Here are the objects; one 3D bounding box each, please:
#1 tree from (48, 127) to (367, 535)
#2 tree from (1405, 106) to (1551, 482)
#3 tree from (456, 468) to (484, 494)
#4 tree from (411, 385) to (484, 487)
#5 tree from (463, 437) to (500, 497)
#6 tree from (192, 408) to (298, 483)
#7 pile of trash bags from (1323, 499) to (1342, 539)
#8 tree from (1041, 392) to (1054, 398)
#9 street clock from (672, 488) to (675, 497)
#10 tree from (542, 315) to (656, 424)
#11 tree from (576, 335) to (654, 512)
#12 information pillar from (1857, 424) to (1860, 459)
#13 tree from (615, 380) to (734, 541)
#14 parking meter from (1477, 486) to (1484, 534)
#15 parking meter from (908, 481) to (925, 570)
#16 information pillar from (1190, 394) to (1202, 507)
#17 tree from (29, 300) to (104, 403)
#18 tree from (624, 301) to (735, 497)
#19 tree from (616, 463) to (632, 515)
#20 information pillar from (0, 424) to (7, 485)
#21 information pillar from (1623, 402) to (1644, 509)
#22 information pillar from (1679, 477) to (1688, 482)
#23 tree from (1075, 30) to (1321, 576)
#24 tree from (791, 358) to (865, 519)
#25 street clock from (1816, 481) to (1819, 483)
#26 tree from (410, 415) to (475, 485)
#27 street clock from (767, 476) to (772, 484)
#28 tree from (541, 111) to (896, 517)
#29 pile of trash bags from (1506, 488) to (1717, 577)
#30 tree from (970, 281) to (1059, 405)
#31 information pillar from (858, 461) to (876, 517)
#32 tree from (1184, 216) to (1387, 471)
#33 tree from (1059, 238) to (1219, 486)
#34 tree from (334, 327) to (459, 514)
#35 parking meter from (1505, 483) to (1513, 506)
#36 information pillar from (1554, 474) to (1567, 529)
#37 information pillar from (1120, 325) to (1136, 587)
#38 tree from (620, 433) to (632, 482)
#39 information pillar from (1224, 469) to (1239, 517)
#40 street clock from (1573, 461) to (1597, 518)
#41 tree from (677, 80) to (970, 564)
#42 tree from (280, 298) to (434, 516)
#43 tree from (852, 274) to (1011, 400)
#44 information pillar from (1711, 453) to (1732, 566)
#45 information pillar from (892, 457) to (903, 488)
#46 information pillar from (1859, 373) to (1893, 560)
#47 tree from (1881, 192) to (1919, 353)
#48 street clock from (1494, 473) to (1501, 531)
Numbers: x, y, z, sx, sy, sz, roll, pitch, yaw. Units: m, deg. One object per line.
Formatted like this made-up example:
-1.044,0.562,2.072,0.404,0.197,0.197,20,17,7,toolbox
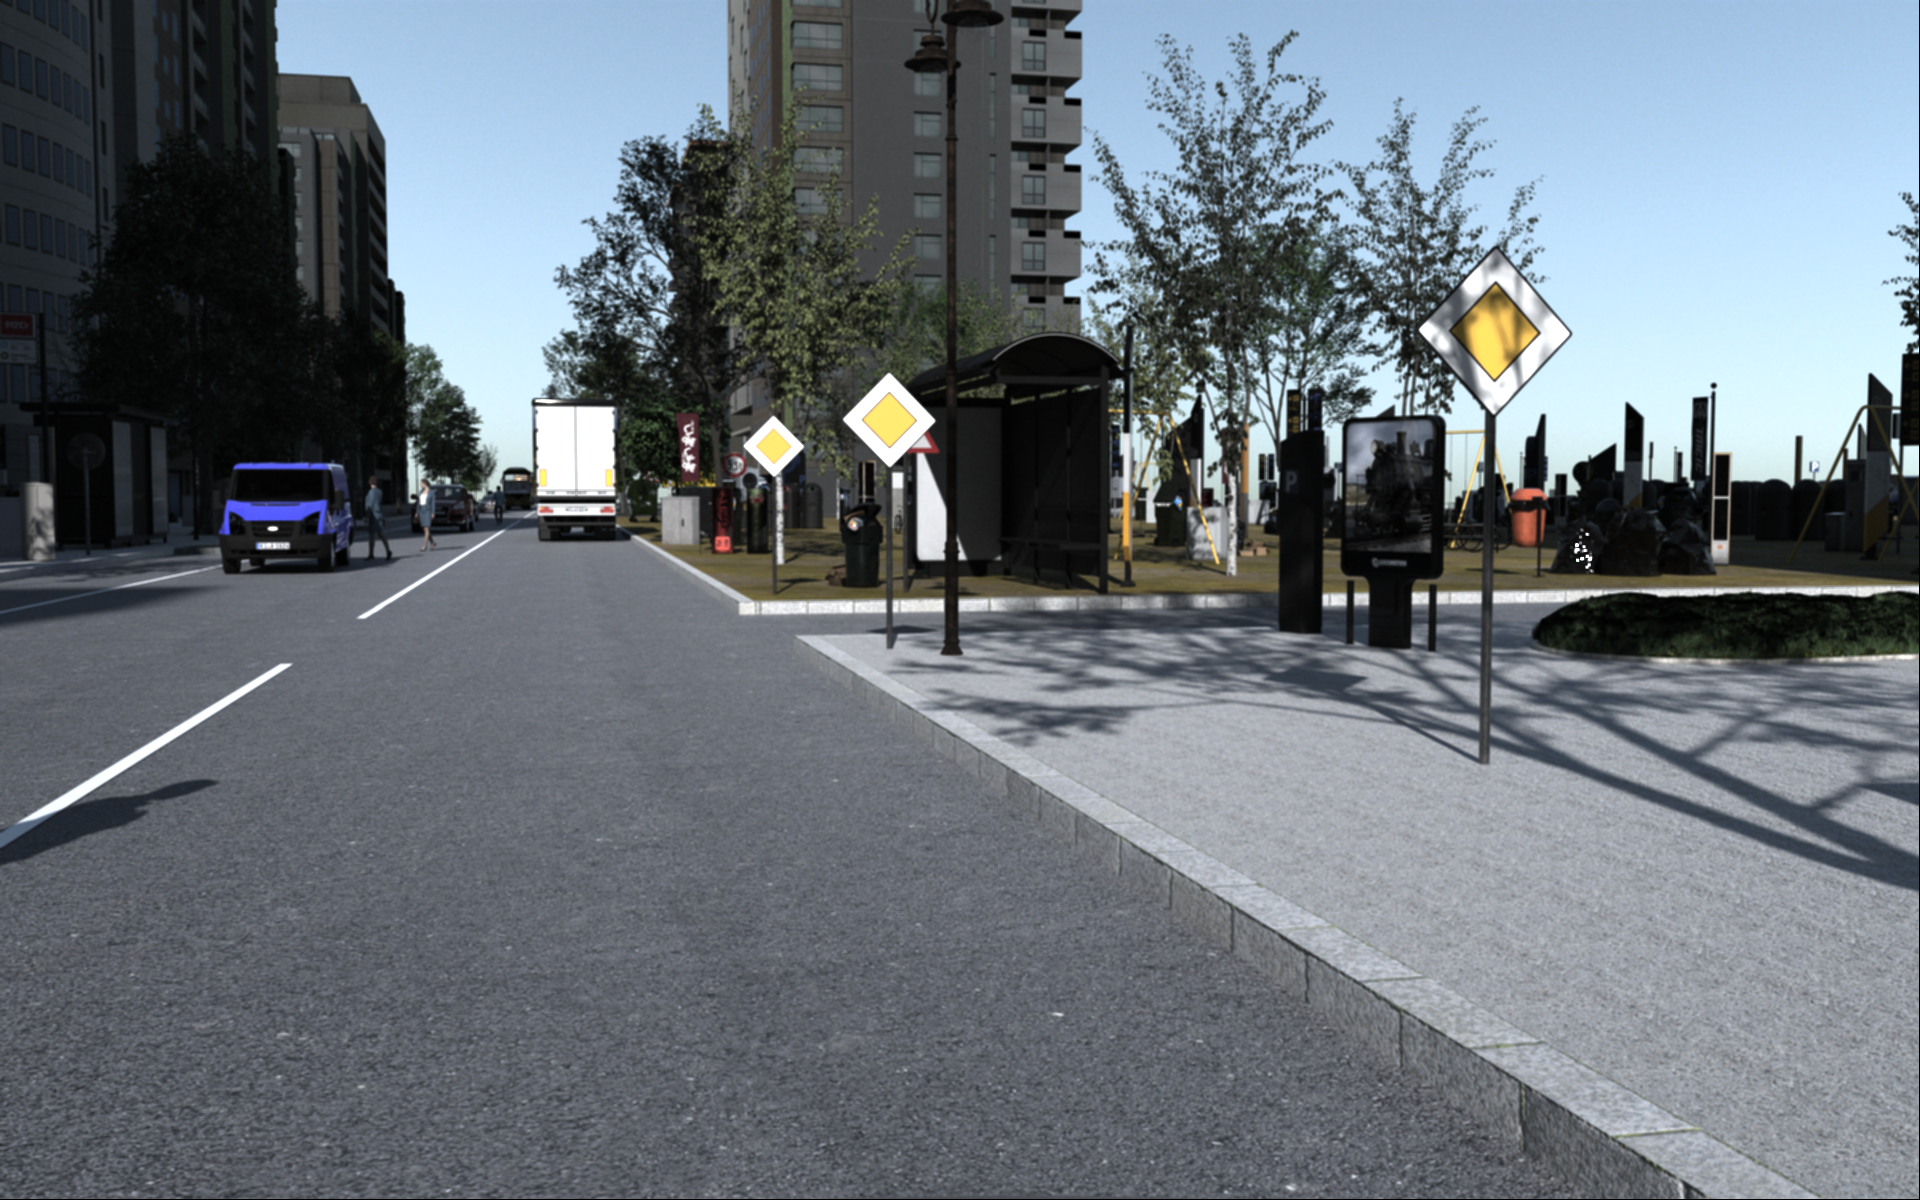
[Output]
-23.713,-8.408,54.482,9.611,12.733,9.660,0,3,0,tree
8.902,-5.053,32.975,4.360,8.622,3.978,0,3,0,tree
-58.904,-13.744,208.435,4.285,4.588,4.351,0,3,0,tree
-53.284,-16.037,180.324,7.486,12.596,7.792,0,3,0,tree
-61.204,-16.388,218.307,4.360,8.622,3.978,0,3,0,tree
-25.969,-4.863,63.220,4.285,4.588,4.351,0,3,0,tree
11.806,-2.399,48.973,1.912,1.369,3.447,-1,4,-20,pile of trash bags
5.449,-7.378,70.994,4.360,8.622,3.978,0,3,0,tree
-14.876,-5.190,89.430,0.471,2.002,0.358,-3,5,-39,street clock
-35.910,-19.817,179.897,12.611,20.169,13.585,0,3,0,tree
-24.559,-12.592,124.009,7.486,12.596,7.792,0,3,0,tree
30.108,-4.070,57.896,0.504,3.616,0.183,-3,5,-40,information pillar
-7.849,-3.917,47.752,4.285,4.588,4.351,0,3,0,tree
18.140,-3.161,60.092,0.372,1.533,0.369,0,3,0,parking meter
-0.783,-1.295,29.579,0.372,1.533,0.369,0,3,0,parking meter
5.569,-3.029,40.877,0.183,3.616,0.504,-1,4,-14,information pillar
-31.496,-6.901,63.190,4.360,8.622,3.978,0,3,0,tree
-10.949,-7.078,66.081,4.360,8.622,3.978,0,3,0,tree
-20.751,-6.795,105.707,1.663,3.219,1.824,0,3,0,tree
-32.234,-4.095,58.311,0.504,3.616,0.183,3,4,38,information pillar
17.074,-3.217,43.955,0.183,3.616,0.504,-3,4,-37,information pillar
31.285,-4.309,74.951,0.304,2.012,0.304,3,4,36,information pillar
4.045,-4.687,26.994,4.360,8.622,3.978,0,3,0,tree
-6.327,-8.429,88.183,4.360,8.622,3.978,0,3,0,tree
48.650,-5.753,98.632,0.471,2.002,0.358,0,4,0,street clock
-48.237,-12.792,159.517,4.737,8.622,4.395,0,3,0,tree
-7.531,-3.996,69.899,0.471,2.002,0.358,2,4,25,street clock
-5.729,-6.560,41.661,8.767,10.594,7.601,0,4,-4,tree
10.177,-1.088,27.543,3.447,1.369,1.912,-1,4,-22,pile of trash bags
1.012,-6.648,59.061,4.737,8.622,4.395,0,3,0,tree
-2.057,-2.068,38.311,0.304,2.012,0.304,-2,4,-27,information pillar
12.316,-8.576,65.965,9.928,11.665,9.643,0,3,0,tree
5.586,-6.039,49.100,4.737,8.622,4.395,0,3,0,tree
-35.696,-11.229,109.350,9.928,11.665,9.643,0,3,0,tree
28.525,-5.154,89.978,0.255,1.863,0.399,3,5,43,parking meter
21.848,-3.578,62.991,0.304,2.012,0.304,-1,4,-10,information pillar
2.313,-1.987,23.836,0.183,3.616,0.504,1,4,11,information pillar
-42.950,-17.557,204.071,9.611,12.733,9.660,0,3,0,tree
8.015,-2.855,51.179,0.304,2.012,0.304,-3,5,-42,information pillar
13.873,-2.075,38.496,0.471,2.002,0.358,3,5,44,street clock
-3.097,-4.954,31.355,4.737,8.622,4.395,0,3,0,tree
-29.397,-9.020,81.896,7.601,10.594,8.767,0,4,-3,tree
-1.301,-9.566,82.157,9.928,11.665,9.643,0,3,0,tree
13.603,-1.619,30.958,0.304,2.012,0.304,1,4,23,information pillar
-2.340,-4.555,65.822,0.504,3.616,0.183,-1,4,-10,information pillar
17.838,-2.589,33.681,0.504,3.616,0.183,-1,4,-9,information pillar
22.937,-5.425,39.064,4.737,8.622,4.395,0,3,0,tree
18.740,-3.424,60.552,0.358,2.002,0.471,1,4,21,street clock
